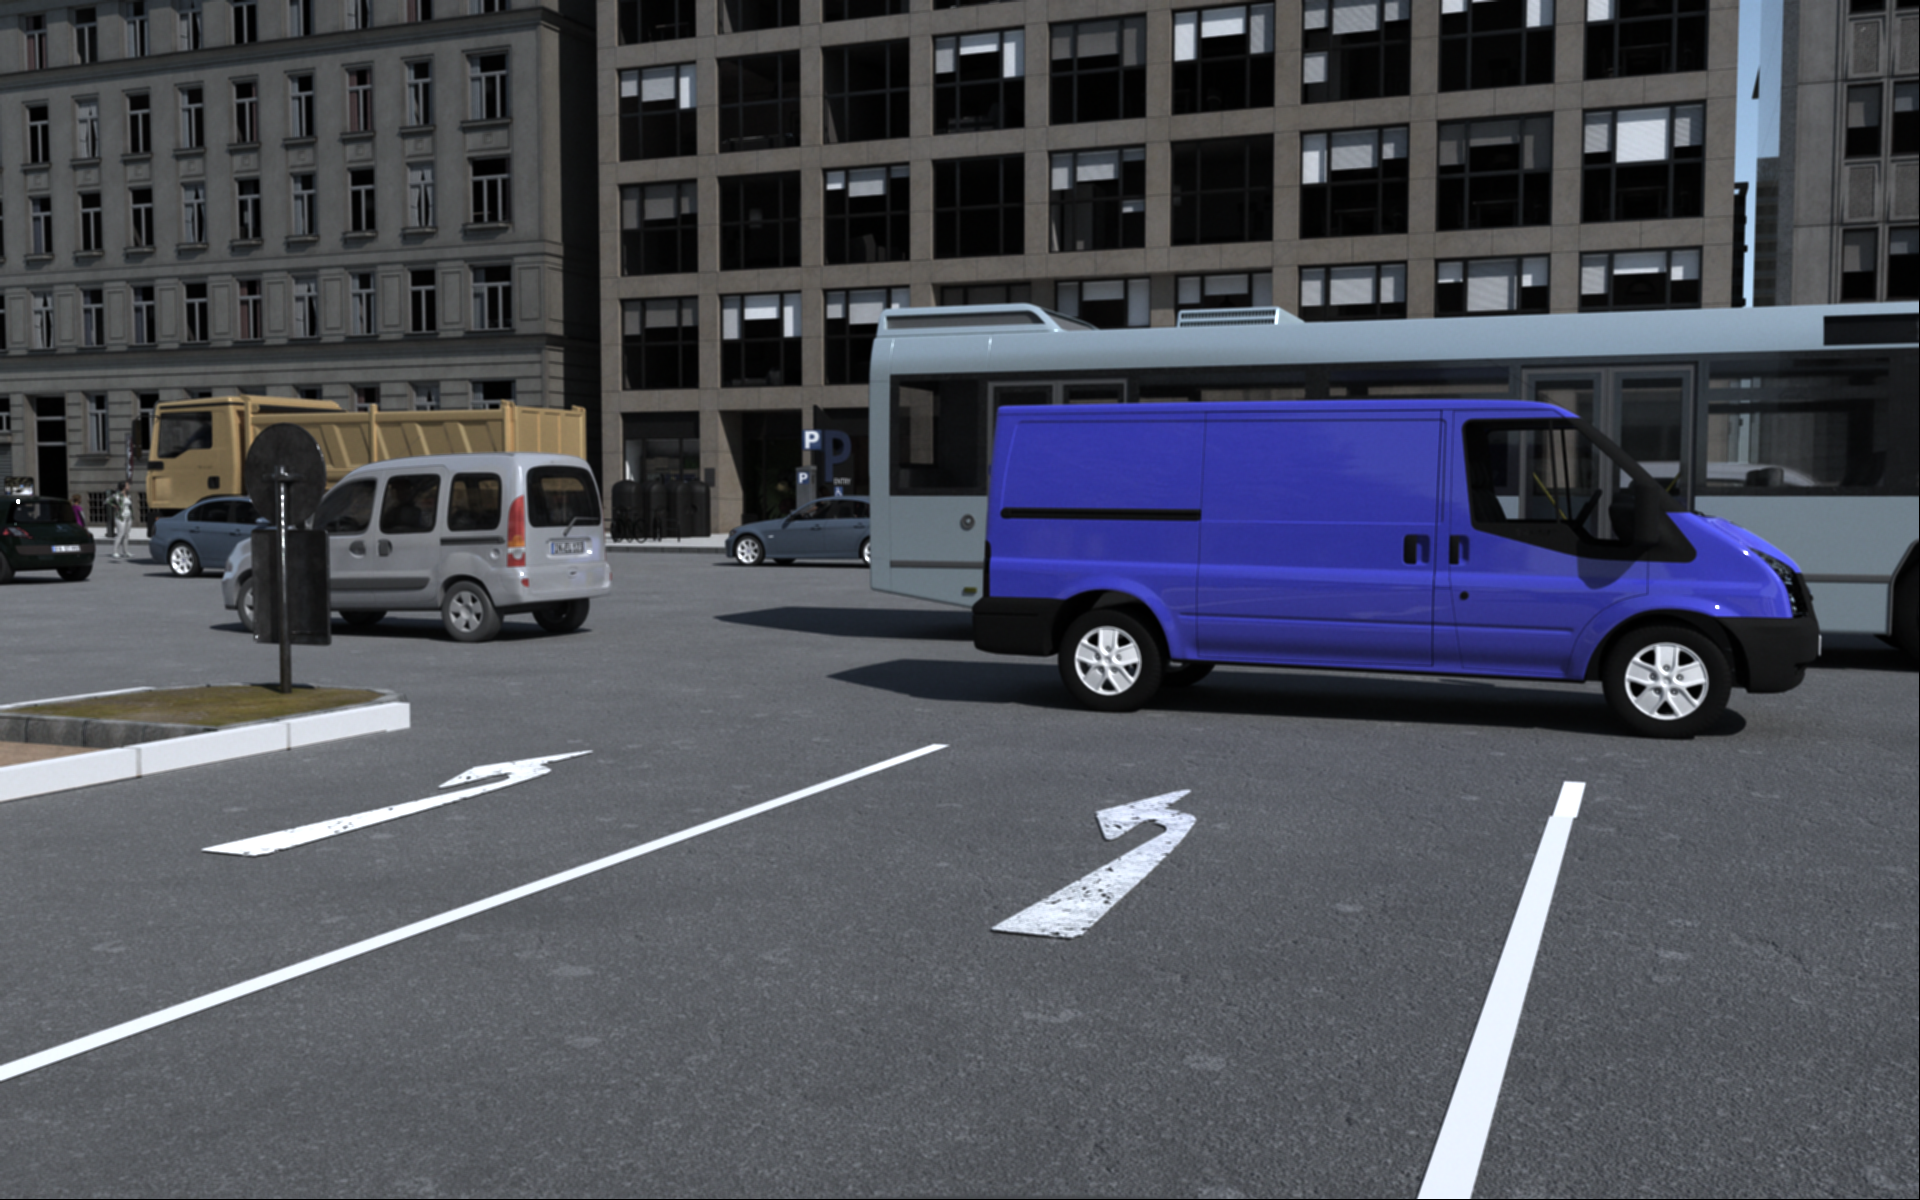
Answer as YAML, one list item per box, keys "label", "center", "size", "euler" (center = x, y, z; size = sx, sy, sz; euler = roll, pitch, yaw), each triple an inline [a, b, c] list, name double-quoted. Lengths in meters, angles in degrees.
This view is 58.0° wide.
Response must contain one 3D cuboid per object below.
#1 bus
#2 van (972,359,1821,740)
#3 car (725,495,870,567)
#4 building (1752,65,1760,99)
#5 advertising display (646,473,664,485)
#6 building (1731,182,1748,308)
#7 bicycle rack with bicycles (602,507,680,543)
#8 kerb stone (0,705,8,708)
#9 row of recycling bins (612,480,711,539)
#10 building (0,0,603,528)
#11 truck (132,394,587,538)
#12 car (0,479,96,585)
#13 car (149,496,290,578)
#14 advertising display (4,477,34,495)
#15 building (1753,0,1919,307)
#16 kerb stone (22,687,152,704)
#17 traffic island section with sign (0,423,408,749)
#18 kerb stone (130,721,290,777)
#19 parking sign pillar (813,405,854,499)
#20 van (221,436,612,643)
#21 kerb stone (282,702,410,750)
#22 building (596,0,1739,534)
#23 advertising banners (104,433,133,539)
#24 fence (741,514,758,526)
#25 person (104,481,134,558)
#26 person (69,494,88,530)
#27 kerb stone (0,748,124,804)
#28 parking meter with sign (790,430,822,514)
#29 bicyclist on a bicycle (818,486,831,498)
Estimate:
- label: "bus"
  center: [5.747, -1.277, 15.743]
  size: [13.247, 3.499, 2.948]
  euler: [1, 4, 21]
- label: "van"
  center: [2.818, -0.437, 11.534]
  size: [5.245, 2.365, 2.240]
  euler: [1, 4, 22]
- label: "car"
  center: [-2.491, -1.372, 34.432]
  size: [4.499, 1.417, 2.014]
  euler: [1, 4, 21]
- label: "building"
  center: [104.544, -37.081, 195.515]
  size: [27.495, 52.752, 28.713]
  euler: [1, 4, 22]
- label: "advertising display"
  center: [-9.589, -3.012, 54.464]
  size: [0.123, 1.923, 0.974]
  euler: [-3, 5, -39]
- label: "building"
  center: [80.794, -31.538, 207.525]
  size: [23.993, 40.220, 32.217]
  euler: [1, 4, 22]
- label: "bicycle rack with bicycles"
  center: [-8.769, -2.030, 46.572]
  size: [2.852, 0.926, 2.925]
  euler: [-2, 4, -27]
- label: "kerb stone"
  center: [-5.930, 0.742, 10.068]
  size: [0.120, 0.150, 1.000]
  euler: [1, 4, 22]
- label: "row of recycling bins"
  center: [-8.678, -2.668, 50.740]
  size: [1.069, 1.692, 3.534]
  euler: [3, 4, 37]
- label: "building"
  center: [-24.459, -14.489, 70.177]
  size: [30.059, 22.955, 16.112]
  euler: [1, 4, 22]
- label: "truck"
  center: [-12.211, -2.349, 34.331]
  size: [9.791, 3.379, 3.469]
  euler: [1, 4, 21]
- label: "car"
  center: [-16.204, -1.142, 28.454]
  size: [4.222, 1.686, 2.009]
  euler: [1, 4, 22]
- label: "car"
  center: [-11.797, -1.093, 29.869]
  size: [4.499, 1.417, 2.014]
  euler: [1, 4, 21]
- label: "advertising display"
  center: [-35.605, -3.693, 65.590]
  size: [0.974, 1.923, 0.123]
  euler: [-1, 4, -20]
- label: "building"
  center: [32.054, -13.896, 45.216]
  size: [19.932, 24.808, 12.078]
  euler: [1, 4, 22]
- label: "kerb stone"
  center: [-5.558, 0.683, 11.025]
  size: [0.120, 0.150, 1.000]
  euler: [1, 4, 22]
- label: "traffic island section with sign"
  center: [-4.563, -0.151, 10.600]
  size: [2.006, 1.907, 1.989]
  euler: [1, 4, 22]
- label: "kerb stone"
  center: [-4.006, 0.792, 9.240]
  size: [0.120, 0.150, 1.000]
  euler: [1, 4, 22]
- label: "parking sign pillar"
  center: [-3.844, -3.934, 52.795]
  size: [1.447, 3.967, 1.447]
  euler: [3, 5, 43]
- label: "van"
  center: [-5.677, -0.665, 17.891]
  size: [4.112, 2.044, 2.013]
  euler: [2, 4, 23]
- label: "kerb stone"
  center: [-3.620, 0.734, 10.191]
  size: [0.120, 0.150, 1.000]
  euler: [1, 4, 22]
- label: "building"
  center: [7.541, -15.569, 59.067]
  size: [34.151, 26.468, 19.350]
  euler: [1, 4, 22]
- label: "advertising banners"
  center: [-24.270, -3.291, 50.002]
  size: [2.074, 3.025, 0.090]
  euler: [3, 5, 43]
- label: "fence"
  center: [-6.261, -2.207, 51.458]
  size: [0.278, 0.683, 2.069]
  euler: [-1, 4, -20]
- label: "person"
  center: [-18.985, -1.837, 39.253]
  size: [0.376, 1.734, 0.841]
  euler: [1, 4, 16]
- label: "person"
  center: [-17.716, -1.427, 35.069]
  size: [0.726, 1.434, 0.776]
  euler: [2, 4, 27]
- label: "kerb stone"
  center: [-4.395, 0.852, 8.288]
  size: [0.120, 0.150, 1.000]
  euler: [1, 4, 22]
- label: "parking meter with sign"
  center: [-4.124, -3.051, 46.138]
  size: [0.543, 3.016, 1.738]
  euler: [1, 4, 8]
- label: "bicyclist on a bicycle"
  center: [-3.063, -1.729, 38.290]
  size: [1.625, 1.676, 1.499]
  euler: [1, 4, 22]
